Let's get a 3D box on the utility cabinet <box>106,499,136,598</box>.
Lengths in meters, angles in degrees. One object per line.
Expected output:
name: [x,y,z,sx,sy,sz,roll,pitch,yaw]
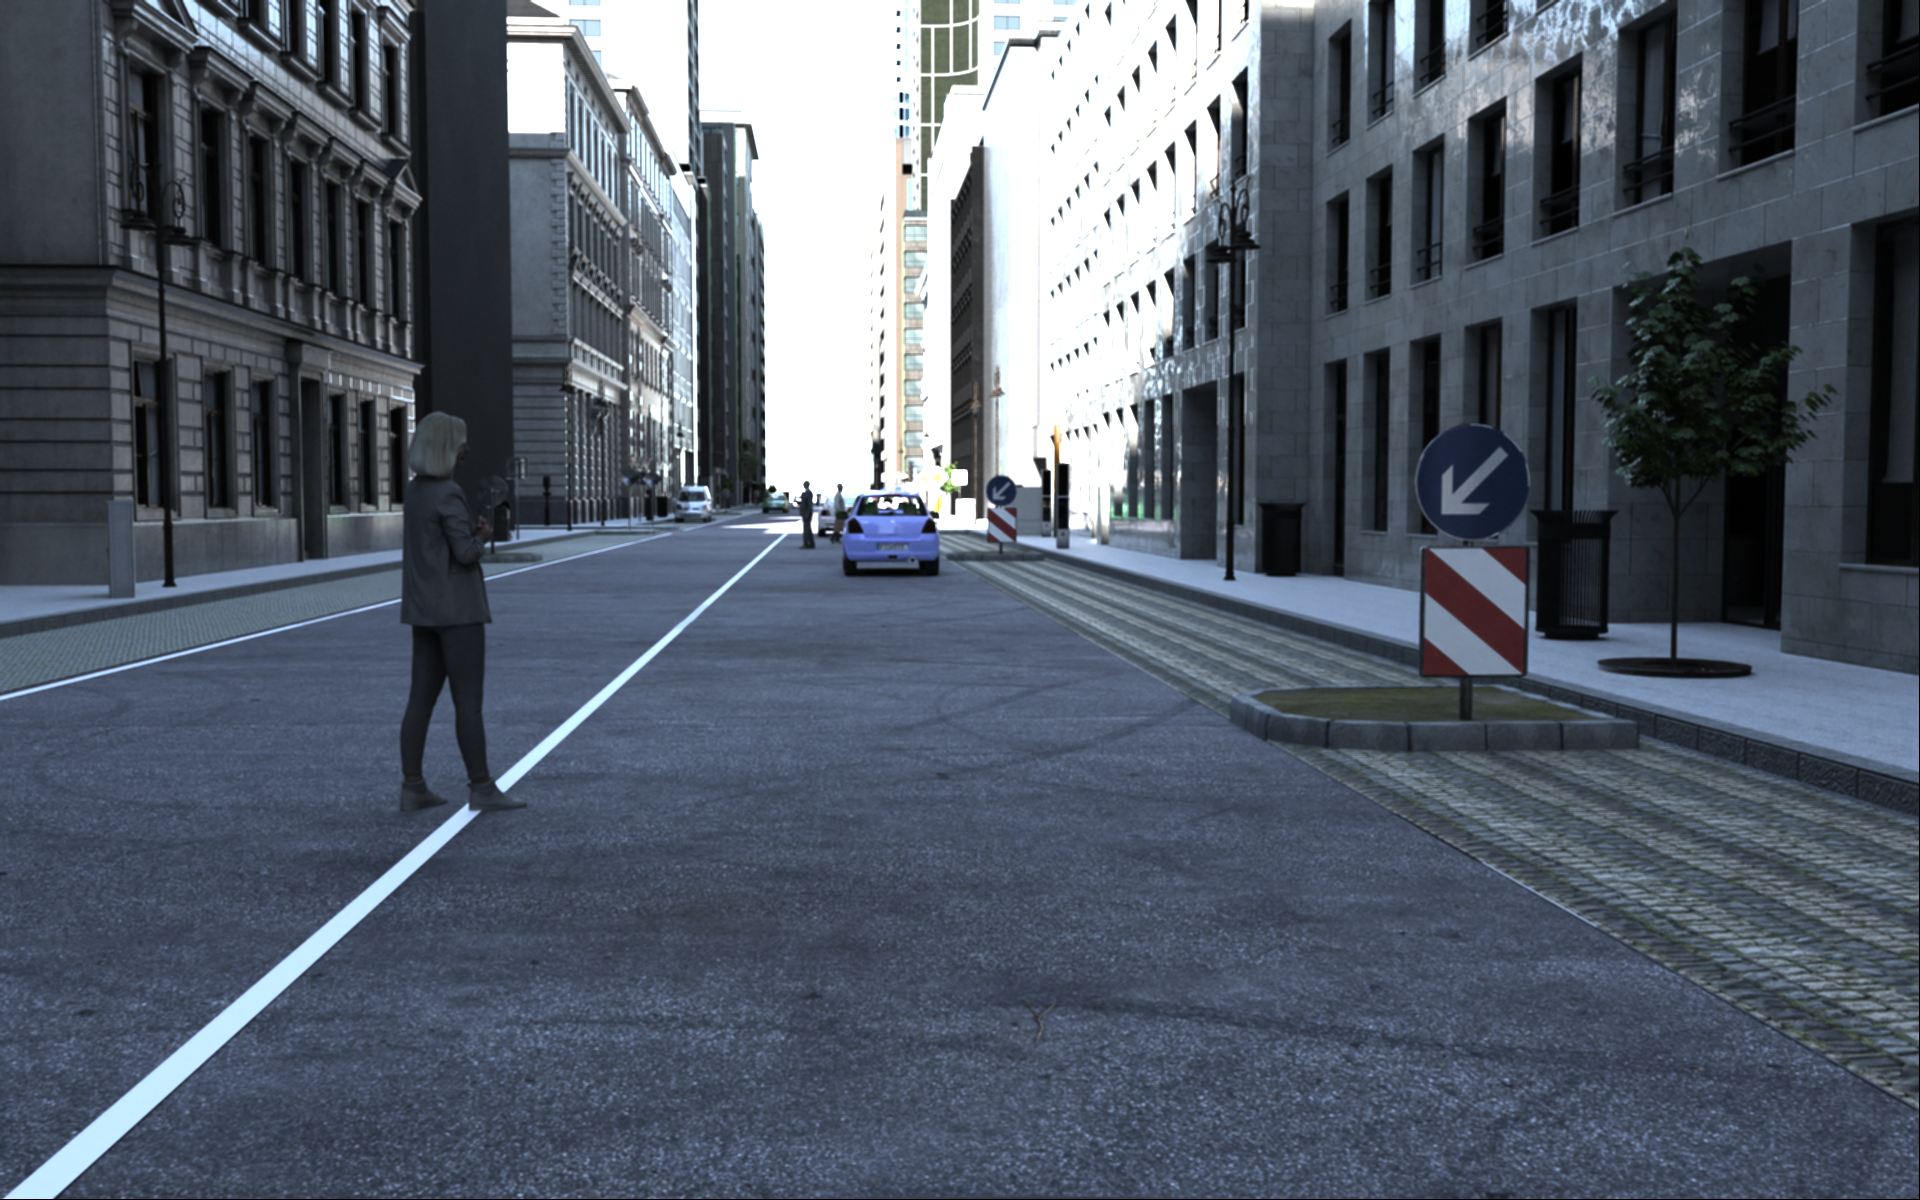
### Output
utility cabinet: [-10.535,-0.647,21.743,0.306,1.237,1.020,-2,4,-25]

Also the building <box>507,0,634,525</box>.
building: [-21.591,-15.331,79.538,11.050,23.489,19.941,0,4,-4]

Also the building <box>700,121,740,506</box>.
building: [-31.112,-30.647,184.672,14.154,41.232,14.086,0,4,-4]

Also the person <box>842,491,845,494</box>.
person: [-12.567,-10.771,184.478,0.709,1.838,0.599,1,4,14]

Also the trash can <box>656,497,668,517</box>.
trash can: [-16.527,-5.167,96.139,0.748,1.137,0.748,0,3,0]

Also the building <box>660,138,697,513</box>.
building: [-25.868,-18.766,124.840,12.078,24.808,19.932,0,4,-4]

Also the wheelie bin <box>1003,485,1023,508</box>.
wheelie bin: [1.884,-3.142,59.273,0.980,1.594,0.693,-1,4,-21]

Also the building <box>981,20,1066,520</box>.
building: [16.548,-15.900,79.036,30.058,24.678,14.314,0,4,-4]

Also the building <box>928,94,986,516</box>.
building: [4.499,-18.047,113.095,12.078,24.808,19.932,0,4,-4]

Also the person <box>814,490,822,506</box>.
person: [-14.465,-10.224,175.643,1.348,1.826,0.705,3,5,39]

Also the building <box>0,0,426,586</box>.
building: [-17.185,-10.268,32.506,10.561,19.102,19.286,0,4,-4]

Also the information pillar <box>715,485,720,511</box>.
information pillar: [-18.791,-7.927,134.101,0.304,2.012,0.304,-1,4,-20]

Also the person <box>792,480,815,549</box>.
person: [-4.087,-2.246,45.397,0.590,1.801,0.661,-1,4,-17]

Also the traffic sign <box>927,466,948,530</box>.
traffic sign: [-0.811,-3.583,62.227,0.795,2.450,0.064,0,4,-4]

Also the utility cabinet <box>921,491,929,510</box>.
utility cabinet: [-2.336,-6.491,114.800,0.318,1.500,1.173,1,4,13]

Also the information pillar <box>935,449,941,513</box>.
information pillar: [-1.139,-6.038,90.075,0.183,3.616,0.504,2,4,27]

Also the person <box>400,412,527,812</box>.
person: [-2.320,0.046,7.939,0.526,1.800,0.537,-2,4,-32]

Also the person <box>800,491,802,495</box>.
person: [-21.207,-13.666,232.070,1.348,1.807,0.705,-2,4,-32]

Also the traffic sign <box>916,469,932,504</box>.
traffic sign: [-1.403,-4.070,70.190,0.795,2.450,0.064,0,4,-4]

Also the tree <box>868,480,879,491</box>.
tree: [-12.348,-15.382,246.099,1.663,3.219,1.824,0,3,0]

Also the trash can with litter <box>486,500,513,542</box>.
trash can with litter: [-12.423,-2.162,46.728,0.624,1.170,1.055,0,4,-5]

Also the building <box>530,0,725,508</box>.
building: [-33.328,-44.525,166.230,20.563,71.187,20.611,0,4,-4]

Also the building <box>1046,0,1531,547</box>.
building: [8.860,-12.121,52.924,10.420,20.320,16.860,0,4,-4]

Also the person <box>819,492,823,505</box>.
person: [-18.695,-13.650,232.342,0.551,1.740,0.621,-2,4,-34]

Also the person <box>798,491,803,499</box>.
person: [-15.947,-10.103,174.479,0.721,1.735,1.217,-3,4,-36]

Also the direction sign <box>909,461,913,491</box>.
direction sign: [-3.420,-7.864,120.568,0.379,3.537,0.876,-1,4,-21]

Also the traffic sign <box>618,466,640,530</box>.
traffic sign: [-11.727,-3.535,61.439,0.795,2.450,0.064,0,4,-4]

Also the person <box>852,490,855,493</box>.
person: [-9.168,-8.626,149.532,0.705,1.824,1.348,-2,4,-25]

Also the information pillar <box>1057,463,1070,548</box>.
information pillar: [2.436,-2.230,40.950,0.304,2.012,0.304,0,4,3]

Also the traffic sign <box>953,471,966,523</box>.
traffic sign: [-0.013,-4.486,75.471,0.606,2.300,0.079,0,4,0]

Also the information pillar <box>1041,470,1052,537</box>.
information pillar: [2.594,-2.905,51.995,0.304,2.012,0.304,0,4,-1]

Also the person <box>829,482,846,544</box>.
person: [-3.506,-2.489,49.679,0.515,1.767,0.782,0,4,-4]

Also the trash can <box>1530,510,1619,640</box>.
trash can: [5.439,-0.228,15.375,0.748,1.137,0.748,0,3,0]

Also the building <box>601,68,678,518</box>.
building: [-23.816,-18.626,101.798,12.463,27.353,25.104,0,4,-4]

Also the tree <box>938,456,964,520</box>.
tree: [-0.489,-5.667,87.262,1.663,3.219,1.824,0,3,0]

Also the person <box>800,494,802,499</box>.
person: [-15.611,-9.743,171.059,0.557,1.426,1.065,-1,4,-19]

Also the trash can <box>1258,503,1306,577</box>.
trash can: [5.035,-0.947,27.131,0.748,1.137,0.748,0,3,0]

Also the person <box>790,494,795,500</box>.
person: [-18.219,-10.952,190.782,0.991,1.433,0.599,0,4,6]

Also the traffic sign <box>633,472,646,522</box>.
traffic sign: [-14.730,-4.738,79.602,0.606,2.300,0.079,0,4,4]

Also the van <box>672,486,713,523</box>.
van: [-13.432,-4.906,87.216,2.013,2.044,4.112,0,4,-5]

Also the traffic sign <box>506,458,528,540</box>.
traffic sign: [-12.450,-2.849,48.714,0.606,2.300,0.079,0,4,-2]

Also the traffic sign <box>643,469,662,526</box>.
traffic sign: [-12.318,-4.022,69.402,0.795,2.450,0.064,0,4,-4]

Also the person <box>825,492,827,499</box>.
person: [-19.616,-15.000,253.834,0.705,1.814,1.350,-1,4,-20]

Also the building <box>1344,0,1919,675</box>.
building: [11.409,-10.068,19.363,10.420,20.320,16.860,0,4,-4]

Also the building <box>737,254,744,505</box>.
building: [-32.533,-26.190,199.903,14.160,30.474,14.107,0,4,-4]

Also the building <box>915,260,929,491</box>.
building: [2.775,-18.252,134.578,11.583,22.565,21.152,0,4,-4]

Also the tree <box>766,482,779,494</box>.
tree: [-29.506,-17.099,274.176,1.663,3.219,1.824,0,3,0]

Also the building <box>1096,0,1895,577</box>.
building: [9.318,-11.091,36.083,10.420,20.320,16.860,0,4,-4]

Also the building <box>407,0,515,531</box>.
building: [-22.942,-13.657,52.966,15.834,23.373,12.332,0,4,-4]

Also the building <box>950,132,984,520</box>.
building: [6.149,-16.213,94.768,12.332,23.373,15.834,0,4,-4]

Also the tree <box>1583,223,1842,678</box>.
tree: [5.060,-1.088,12.388,1.663,3.219,1.824,0,3,0]

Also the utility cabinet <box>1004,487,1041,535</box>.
utility cabinet: [1.951,-2.717,53.105,1.173,1.500,0.318,1,4,13]

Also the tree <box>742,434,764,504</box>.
tree: [-25.908,-16.080,213.268,4.360,8.622,3.978,0,3,0]

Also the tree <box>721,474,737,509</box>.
tree: [-20.724,-9.663,152.584,1.663,3.219,1.824,0,3,0]
